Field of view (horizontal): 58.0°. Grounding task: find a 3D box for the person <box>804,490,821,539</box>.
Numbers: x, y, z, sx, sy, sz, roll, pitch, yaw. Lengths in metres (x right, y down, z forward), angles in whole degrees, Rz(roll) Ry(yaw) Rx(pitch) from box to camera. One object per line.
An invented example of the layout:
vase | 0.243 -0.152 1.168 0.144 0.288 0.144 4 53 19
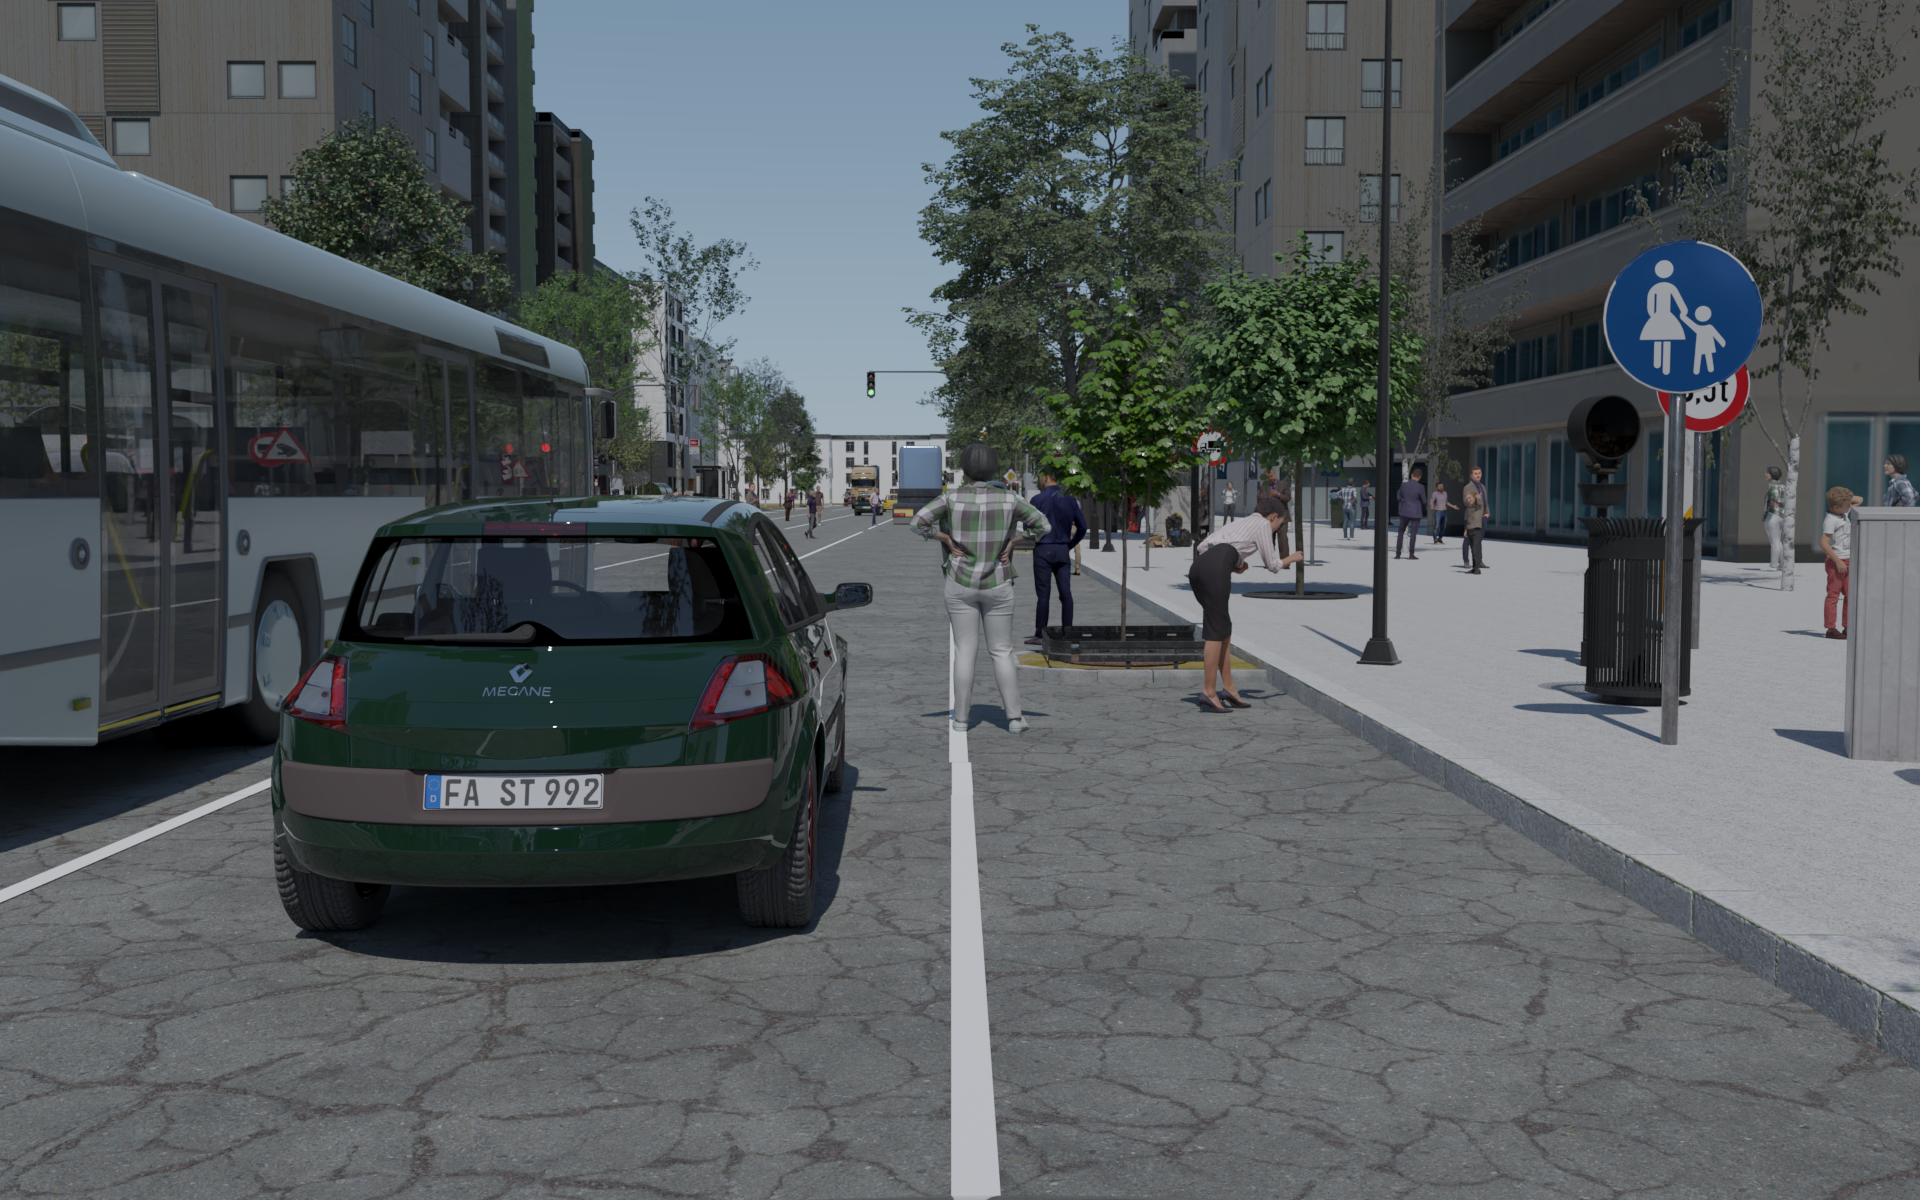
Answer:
person | -4.729 -2.724 55.242 0.569 1.553 0.471 -3 4 -38

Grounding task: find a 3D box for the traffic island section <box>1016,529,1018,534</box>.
traffic island section | 1.096 -2.555 64.047 2.009 0.180 2.903 0 4 0

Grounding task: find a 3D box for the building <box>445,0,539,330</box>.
building | -37.071 -26.472 116.412 14.154 41.232 14.086 0 4 0

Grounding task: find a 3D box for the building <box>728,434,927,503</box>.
building | -18.283 -18.608 246.384 28.070 9.664 9.099 0 4 0

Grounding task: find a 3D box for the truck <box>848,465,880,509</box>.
truck | -9.209 -10.982 168.462 2.839 4.237 11.283 0 4 -1

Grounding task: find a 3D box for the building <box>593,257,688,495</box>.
building | -42.129 -19.553 163.660 27.936 21.610 32.646 0 4 0

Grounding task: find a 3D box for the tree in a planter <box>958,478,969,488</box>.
tree in a planter | 0.537 -10.797 173.756 1.991 3.239 1.994 0 4 0

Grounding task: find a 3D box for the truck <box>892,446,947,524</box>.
truck | -2.096 -6.137 90.101 2.967 4.110 18.799 0 4 -1

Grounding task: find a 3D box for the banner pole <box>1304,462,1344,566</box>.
banner pole | 6.520 -2.505 30.975 0.863 3.779 0.401 -1 4 -20

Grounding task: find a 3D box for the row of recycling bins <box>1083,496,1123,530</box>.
row of recycling bins | 4.951 -3.415 62.943 1.069 1.692 3.534 -3 5 -40

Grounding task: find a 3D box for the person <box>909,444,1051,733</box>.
person | 0.123 -0.073 10.418 0.841 1.734 0.376 0 4 1

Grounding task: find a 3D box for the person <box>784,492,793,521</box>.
person | -9.072 -4.948 91.668 0.482 1.546 0.388 -1 4 -21

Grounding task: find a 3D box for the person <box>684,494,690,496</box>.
person | -6.148 -1.608 38.030 0.697 1.427 0.421 3 5 42

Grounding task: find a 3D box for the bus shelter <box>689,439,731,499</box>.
bus shelter | -18.635 -9.243 128.751 2.179 5.291 8.768 0 4 0

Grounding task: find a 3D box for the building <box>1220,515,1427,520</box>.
building | 27.855 -30.964 95.503 27.495 52.752 28.713 0 4 0

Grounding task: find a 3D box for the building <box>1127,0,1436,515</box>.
building | 27.552 -33.239 132.692 28.713 52.752 27.495 0 4 0

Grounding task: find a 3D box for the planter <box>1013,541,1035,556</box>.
planter | 1.208 -1.220 41.089 1.991 0.319 1.994 0 4 0

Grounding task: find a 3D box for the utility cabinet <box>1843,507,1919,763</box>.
utility cabinet | 4.823 0.177 8.273 1.020 1.237 0.306 1 4 21

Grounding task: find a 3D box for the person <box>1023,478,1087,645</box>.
person | 0.856 -0.450 16.568 0.576 1.737 0.504 -2 4 -35

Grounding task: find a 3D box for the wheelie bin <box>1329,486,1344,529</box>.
wheelie bin | 14.122 -3.470 64.645 0.693 1.594 0.980 1 4 16

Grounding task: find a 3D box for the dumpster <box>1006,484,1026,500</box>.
dumpster | 3.343 -6.075 101.821 1.502 2.255 1.985 0 3 0

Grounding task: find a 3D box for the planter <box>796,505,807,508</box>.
planter | -15.442 -9.397 174.783 1.991 0.319 1.994 0 4 0

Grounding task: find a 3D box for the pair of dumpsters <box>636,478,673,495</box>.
pair of dumpsters | -18.221 -6.161 103.223 1.574 2.255 4.437 0 3 0

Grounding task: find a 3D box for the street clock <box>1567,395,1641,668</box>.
street clock | 4.736 -0.503 12.787 0.471 2.002 0.358 -1 4 -13

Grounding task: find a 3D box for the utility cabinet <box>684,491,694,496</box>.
utility cabinet | -20.999 -7.674 134.146 0.318 1.500 1.173 -2 4 -34

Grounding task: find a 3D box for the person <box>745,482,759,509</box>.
person | -5.666 -2.392 48.144 0.750 1.759 0.617 3 5 42

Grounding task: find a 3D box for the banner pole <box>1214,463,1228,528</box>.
banner pole | 5.408 -2.827 36.240 0.401 3.779 0.863 3 4 36

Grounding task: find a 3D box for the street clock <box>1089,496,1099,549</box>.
street clock | 3.126 -2.181 40.234 0.358 2.002 0.471 2 4 24

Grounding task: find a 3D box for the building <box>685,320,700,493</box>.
building | -36.268 -20.180 186.364 16.016 20.091 11.380 0 4 0

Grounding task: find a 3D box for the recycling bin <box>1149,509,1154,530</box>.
recycling bin | 7.124 -3.006 61.695 0.722 1.027 0.722 2 4 30

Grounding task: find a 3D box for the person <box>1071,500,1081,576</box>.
person | 1.912 -1.212 30.383 0.516 1.574 0.319 -2 4 -30

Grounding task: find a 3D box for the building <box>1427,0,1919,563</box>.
building | 25.014 -25.533 41.169 21.300 48.544 21.600 0 4 0

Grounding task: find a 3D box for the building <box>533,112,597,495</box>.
building | -35.973 -21.985 131.154 14.160 30.474 14.107 0 4 0

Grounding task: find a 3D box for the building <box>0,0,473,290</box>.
building | -43.395 -30.950 95.277 28.713 52.752 27.495 0 4 0

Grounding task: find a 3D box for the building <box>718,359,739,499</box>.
building | -38.023 -24.005 248.898 11.380 20.091 16.016 0 4 0

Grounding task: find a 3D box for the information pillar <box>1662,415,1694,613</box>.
information pillar | 6.784 -1.523 16.254 0.504 3.616 0.183 -2 4 -32

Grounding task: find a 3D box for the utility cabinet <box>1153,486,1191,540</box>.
utility cabinet | 5.914 -2.427 48.355 1.173 1.500 0.318 -3 4 -38

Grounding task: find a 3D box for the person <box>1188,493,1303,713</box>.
person | 1.874 0.013 11.475 0.628 1.438 0.799 2 4 26

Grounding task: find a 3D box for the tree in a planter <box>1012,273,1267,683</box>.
tree in a planter | 1.342 -1.030 14.056 1.991 3.239 1.994 0 4 0

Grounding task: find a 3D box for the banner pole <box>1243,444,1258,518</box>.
banner pole | 6.300 -2.912 37.627 0.401 3.779 0.863 -1 4 -14

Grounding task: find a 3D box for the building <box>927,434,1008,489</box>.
building | 9.788 -18.594 246.151 28.070 9.664 9.099 0 4 0

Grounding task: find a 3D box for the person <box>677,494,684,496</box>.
person | -4.268 -0.960 27.428 0.421 1.427 0.697 2 4 29

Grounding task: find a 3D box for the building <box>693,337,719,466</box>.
building | -45.321 -20.633 203.806 31.486 18.905 16.747 0 4 0

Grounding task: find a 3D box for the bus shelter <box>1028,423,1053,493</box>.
bus shelter | 4.803 -7.201 95.363 2.179 5.291 8.768 0 4 0
